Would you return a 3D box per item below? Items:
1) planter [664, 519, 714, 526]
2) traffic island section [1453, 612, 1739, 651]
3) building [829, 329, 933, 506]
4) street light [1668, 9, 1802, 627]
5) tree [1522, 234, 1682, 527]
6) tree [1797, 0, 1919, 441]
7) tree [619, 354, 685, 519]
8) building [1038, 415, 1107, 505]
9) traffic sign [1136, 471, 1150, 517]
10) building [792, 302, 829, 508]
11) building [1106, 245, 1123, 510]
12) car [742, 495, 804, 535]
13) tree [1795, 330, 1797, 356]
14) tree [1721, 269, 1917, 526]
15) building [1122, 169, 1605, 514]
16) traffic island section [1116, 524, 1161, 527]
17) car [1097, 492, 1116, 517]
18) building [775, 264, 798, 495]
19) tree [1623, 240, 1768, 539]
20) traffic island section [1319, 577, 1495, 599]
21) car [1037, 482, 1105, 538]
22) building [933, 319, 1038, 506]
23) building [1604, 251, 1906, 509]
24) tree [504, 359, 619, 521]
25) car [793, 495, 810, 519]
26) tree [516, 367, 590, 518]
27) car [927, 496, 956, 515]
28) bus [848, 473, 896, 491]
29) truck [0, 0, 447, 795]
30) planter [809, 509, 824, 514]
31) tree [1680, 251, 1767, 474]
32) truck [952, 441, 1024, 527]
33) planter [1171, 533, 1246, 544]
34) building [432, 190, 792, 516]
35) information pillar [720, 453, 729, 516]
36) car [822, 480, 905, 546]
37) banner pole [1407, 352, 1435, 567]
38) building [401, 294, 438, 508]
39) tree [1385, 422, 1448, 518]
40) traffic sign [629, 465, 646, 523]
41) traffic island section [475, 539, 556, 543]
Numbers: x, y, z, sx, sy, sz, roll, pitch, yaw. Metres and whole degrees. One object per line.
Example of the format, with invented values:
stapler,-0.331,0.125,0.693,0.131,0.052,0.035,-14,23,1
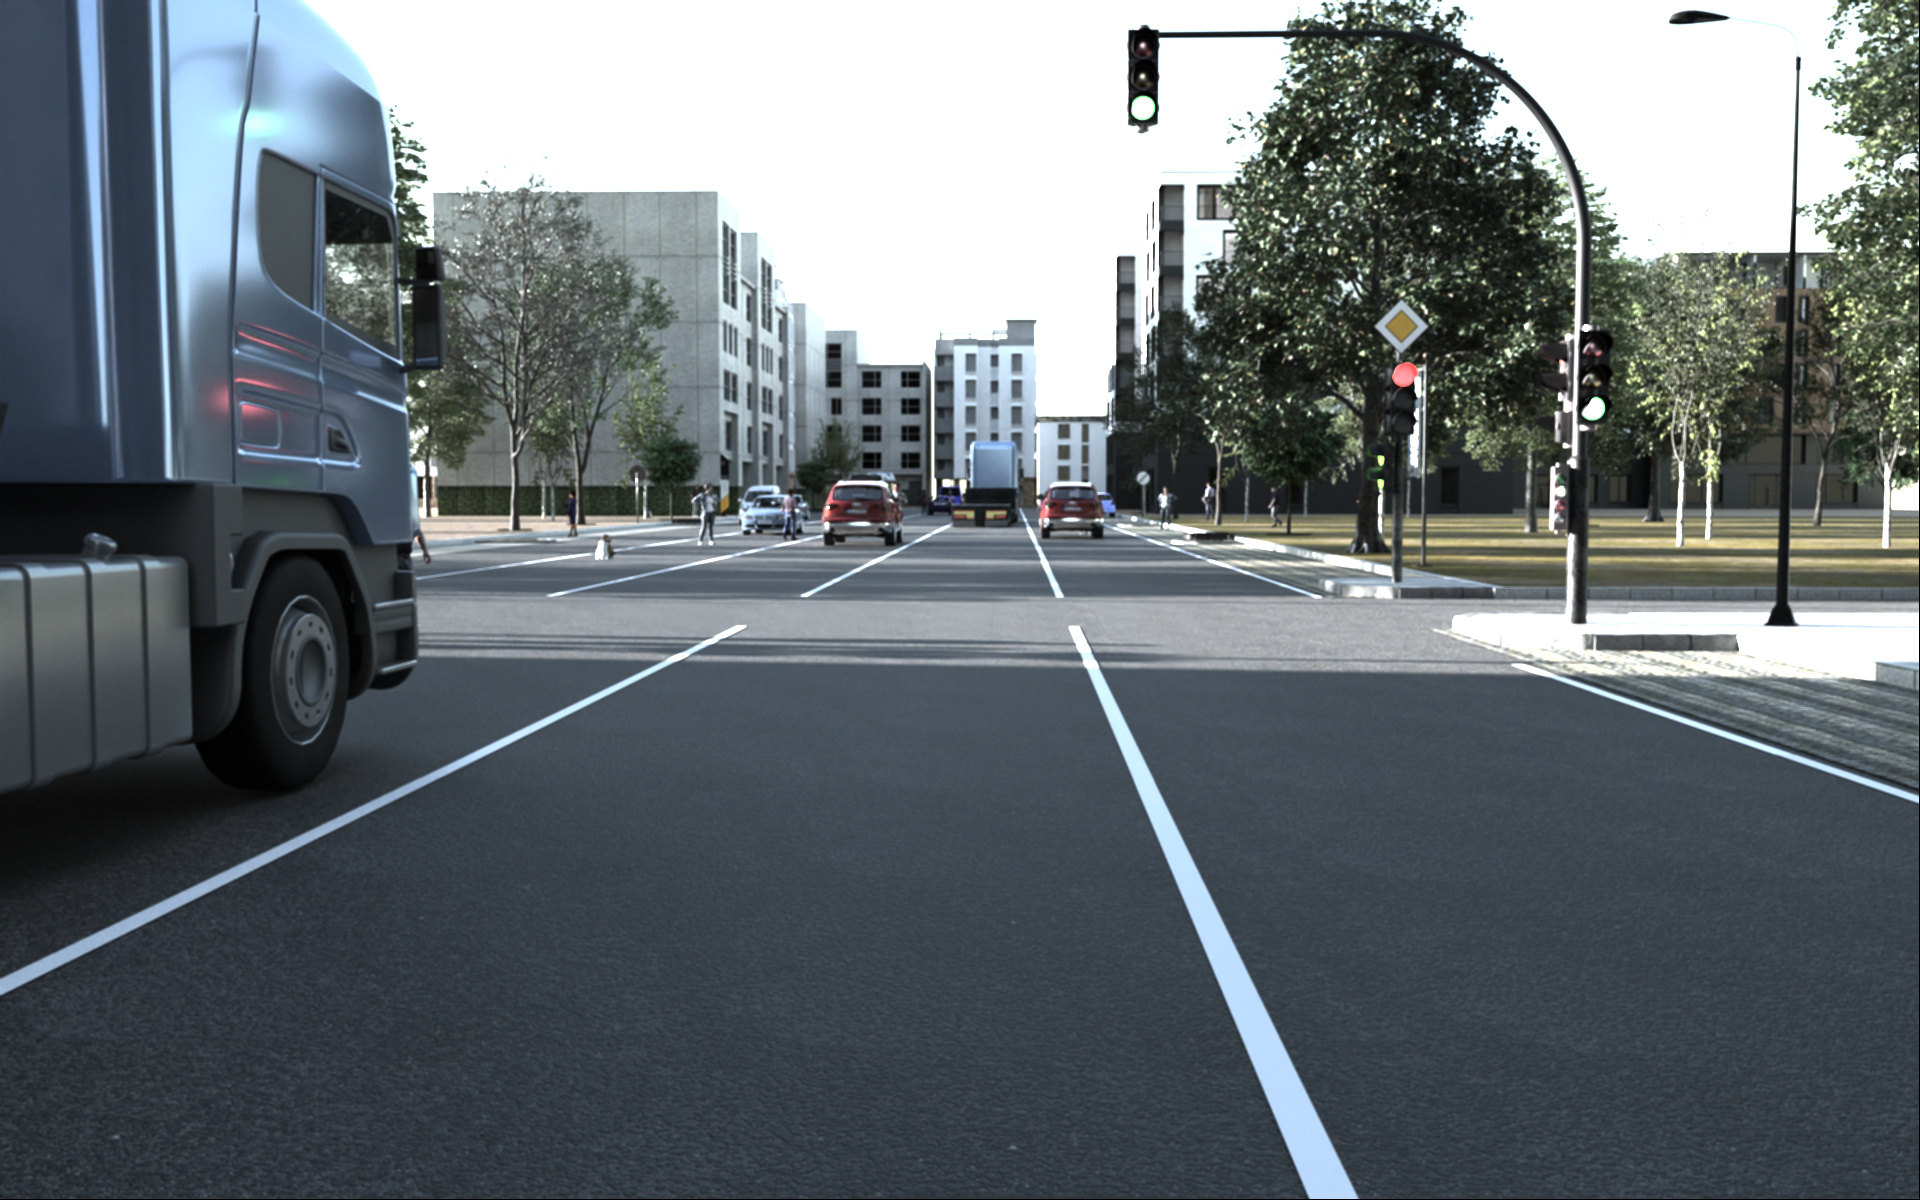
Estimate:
planter,-12.184,-3.491,78.211,1.991,0.319,1.994,0,4,2
traffic island section,6.124,0.311,17.199,2.009,0.180,2.903,0,4,2
building,-19.195,-20.067,194.546,31.486,18.905,16.747,0,4,2
street light,7.493,-2.705,16.775,1.470,5.913,1.316,0,4,2
tree,24.796,-8.742,68.686,9.928,11.665,9.643,0,3,0
tree,18.978,-7.485,29.029,9.857,13.997,8.962,0,3,0
tree,-16.524,-8.595,90.890,4.737,8.622,4.395,0,3,0
building,22.472,-15.115,189.269,28.070,9.664,9.099,0,4,2
traffic sign,10.271,-5.939,97.208,0.768,2.556,0.104,0,4,7
building,-29.645,-18.475,168.524,31.486,18.905,16.747,0,4,2
building,27.231,-19.230,158.385,27.936,21.610,32.646,0,4,2
car,-6.663,-3.063,62.076,2.014,1.417,4.499,0,4,2
tree,30.205,-6.452,55.859,4.360,8.622,3.978,0,3,0
tree,34.888,-8.285,69.873,8.767,10.594,7.601,0,4,-1
building,27.004,-17.226,125.619,27.936,21.610,32.646,0,4,2
traffic island section,7.965,-3.309,76.970,1.991,0.108,1.994,0,4,2
car,8.682,-5.960,107.039,1.945,1.707,3.694,0,4,2
building,-22.389,-17.946,149.831,16.016,20.091,11.380,0,4,2
tree,21.302,-6.065,49.532,4.737,8.622,4.395,0,3,0
traffic island section,6.370,-0.177,25.180,2.009,0.180,2.903,0,4,2
car,3.700,-2.984,57.458,2.281,1.827,5.304,0,4,3
building,2.879,-20.618,193.516,11.380,20.091,16.016,0,4,2
building,64.014,-19.350,160.351,32.646,21.610,27.936,0,4,2
tree,-19.573,-8.095,82.708,4.737,8.622,4.395,0,3,0
car,-9.499,-5.190,96.862,2.014,1.417,4.499,0,4,4
tree,-22.019,-8.675,92.191,4.360,8.622,3.978,0,3,0
car,-1.299,-6.525,119.271,1.945,1.354,3.894,0,4,2
bus,-7.217,-9.146,144.390,2.948,3.499,13.247,0,4,3
truck,-4.786,-0.706,1.300,2.967,4.110,18.799,0,4,4
planter,-10.653,-6.509,127.557,1.991,0.319,1.994,0,4,2
tree,32.395,-9.997,80.464,9.611,12.733,9.660,0,3,0
truck,1.388,-5.688,82.751,2.967,4.110,18.799,0,4,3
planter,7.138,-1.767,50.033,1.991,0.319,1.994,0,4,2
building,-21.955,-15.329,117.088,16.747,18.905,31.486,0,4,2
information pillar,-13.529,-6.613,99.476,0.504,3.616,0.183,-1,4,-17
car,-2.753,-2.510,49.710,2.281,1.827,5.304,0,4,1
banner pole,8.180,-2.500,30.898,0.401,3.779,0.863,-1,4,-14
building,-51.057,-19.148,169.483,11.380,20.091,16.016,0,4,2
tree,24.325,-8.739,93.248,4.737,8.622,4.395,0,3,0
traffic sign,-14.233,-4.668,76.421,0.768,2.556,0.104,1,4,10
traffic island section,-13.016,-1.725,51.075,1.991,0.108,1.994,0,4,2
